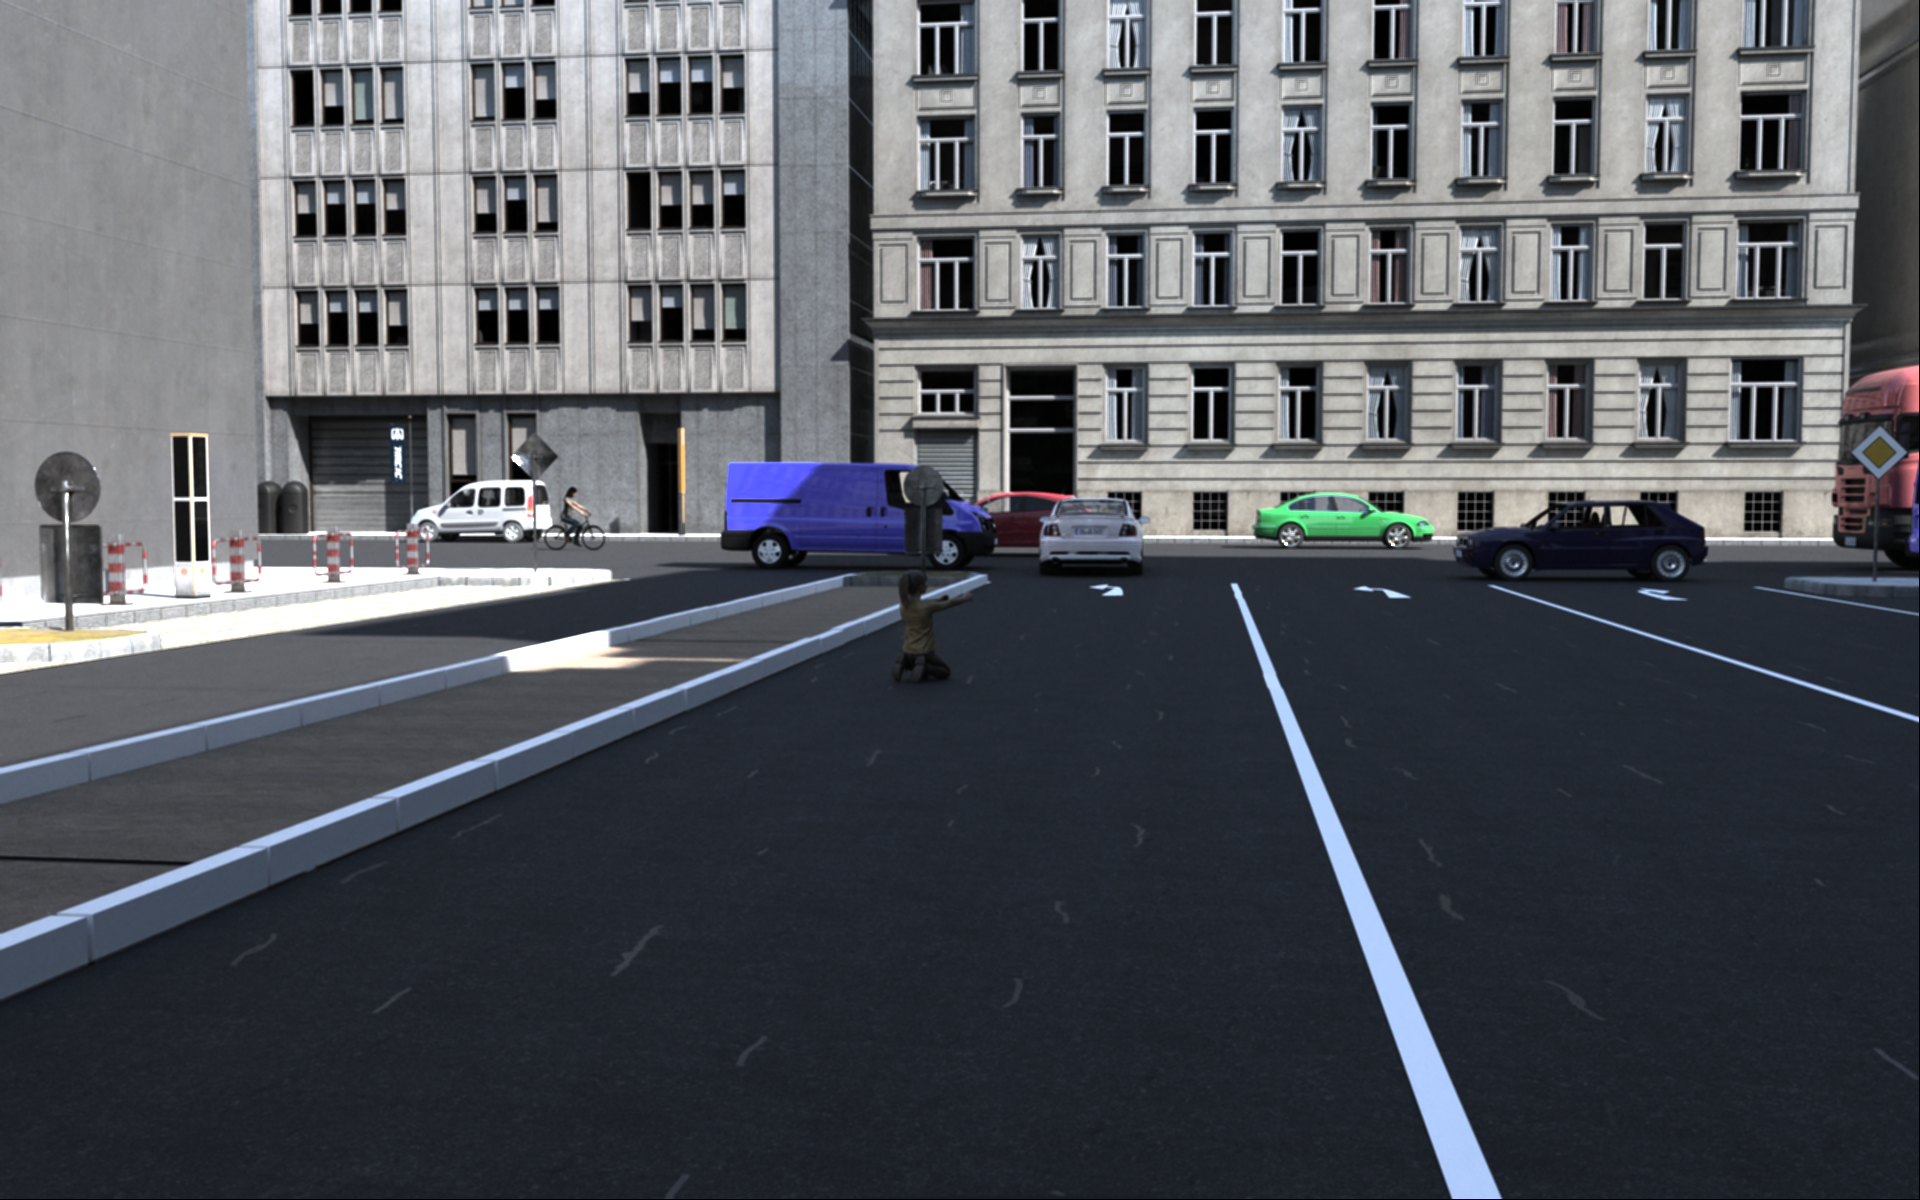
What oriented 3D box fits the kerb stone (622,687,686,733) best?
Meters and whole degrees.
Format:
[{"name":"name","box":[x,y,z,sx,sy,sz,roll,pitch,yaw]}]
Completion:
[{"name":"kerb stone","box":[-1.940,0.692,10.881,0.120,0.150,1.000,0,4,8]}]

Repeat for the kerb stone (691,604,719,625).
[{"name":"kerb stone","box":[-2.904,0.179,19.270,0.120,0.150,1.000,0,4,8]}]

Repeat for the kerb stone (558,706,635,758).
[{"name":"kerb stone","box":[-2.083,0.754,9.861,0.120,0.150,1.000,0,4,8]}]

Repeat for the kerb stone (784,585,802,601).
[{"name":"kerb stone","box":[-2.332,-0.071,23.355,0.120,0.150,1.000,0,4,8]}]

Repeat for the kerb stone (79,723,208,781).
[{"name":"kerb stone","box":[-4.305,0.801,9.101,0.120,0.150,1.000,0,4,8]}]

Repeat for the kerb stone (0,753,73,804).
[{"name":"kerb stone","box":[-4.441,0.864,8.084,0.120,0.150,1.000,0,4,8]}]

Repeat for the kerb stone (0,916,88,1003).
[{"name":"kerb stone","box":[-2.777,1.066,4.776,0.120,0.150,1.000,0,4,8]}]

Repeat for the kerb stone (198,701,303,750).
[{"name":"kerb stone","box":[-4.166,0.739,10.118,0.120,0.150,1.000,0,4,8]}]

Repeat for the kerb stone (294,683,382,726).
[{"name":"kerb stone","box":[-4.027,0.677,11.134,0.120,0.150,1.000,0,4,8]}]

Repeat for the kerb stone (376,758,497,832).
[{"name":"kerb stone","box":[-2.363,0.879,7.830,0.120,0.150,1.000,0,4,8]}]

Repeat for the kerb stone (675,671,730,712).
[{"name":"kerb stone","box":[-1.790,0.629,11.905,0.120,0.150,1.000,0,4,8]}]

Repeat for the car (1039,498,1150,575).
[{"name":"car","box":[2.478,-1.209,32.134,2.083,1.381,4.827,0,4,6]}]

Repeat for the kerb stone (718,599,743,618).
[{"name":"kerb stone","box":[-2.760,0.123,20.292,0.120,0.150,1.000,0,4,8]}]

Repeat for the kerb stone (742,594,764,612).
[{"name":"kerb stone","box":[-2.620,0.056,21.313,0.120,0.150,1.000,0,4,8]}]

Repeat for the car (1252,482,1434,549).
[{"name":"car","box":[10.127,-2.269,45.888,4.718,1.807,1.959,1,4,10]}]

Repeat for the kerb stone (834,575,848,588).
[{"name":"kerb stone","box":[-1.911,-0.256,26.405,0.120,0.150,1.000,0,4,8]}]

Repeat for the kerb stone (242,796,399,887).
[{"name":"kerb stone","box":[-2.502,0.941,6.808,0.120,0.150,1.000,0,4,8]}]

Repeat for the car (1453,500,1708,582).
[{"name":"car","box":[10.384,-1.015,29.179,3.894,1.354,1.945,0,4,6]}]

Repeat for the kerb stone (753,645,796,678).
[{"name":"kerb stone","box":[-1.518,0.505,13.937,0.120,0.150,1.000,0,4,8]}]

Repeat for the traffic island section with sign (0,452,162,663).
[{"name":"traffic island section with sign","box":[-8.354,-0.420,15.492,1.989,1.847,2.006,0,4,8]}]

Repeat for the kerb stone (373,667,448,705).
[{"name":"kerb stone","box":[-3.886,0.615,12.151,0.120,0.150,1.000,0,4,8]}]

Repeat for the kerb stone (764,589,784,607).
[{"name":"kerb stone","box":[-2.475,-0.008,22.334,0.120,0.150,1.000,0,4,8]}]

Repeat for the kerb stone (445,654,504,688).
[{"name":"kerb stone","box":[-3.742,0.555,13.166,0.120,0.150,1.000,0,4,8]}]

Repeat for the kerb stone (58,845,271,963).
[{"name":"kerb stone","box":[-2.637,1.003,5.791,0.120,0.150,1.000,0,4,8]}]

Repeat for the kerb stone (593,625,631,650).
[{"name":"kerb stone","box":[-3.328,0.368,16.223,0.120,0.150,1.000,0,4,8]}]

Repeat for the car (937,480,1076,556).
[{"name":"car","box":[0.975,-1.930,40.589,4.494,1.783,2.155,1,4,8]}]

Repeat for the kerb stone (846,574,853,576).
[{"name":"kerb stone","box":[-1.781,-0.320,27.424,0.120,0.150,1.000,0,4,8]}]

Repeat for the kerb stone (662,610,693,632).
[{"name":"kerb stone","box":[-3.047,0.241,18.253,0.120,0.150,1.000,0,4,8]}]

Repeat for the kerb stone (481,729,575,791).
[{"name":"kerb stone","box":[-2.217,0.817,8.845,0.120,0.150,1.000,0,4,8]}]

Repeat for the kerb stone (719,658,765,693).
[{"name":"kerb stone","box":[-1.656,0.572,12.922,0.120,0.150,1.000,0,4,8]}]

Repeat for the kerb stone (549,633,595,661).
[{"name":"kerb stone","box":[-3.460,0.428,15.204,0.120,0.150,1.000,0,4,8]}]

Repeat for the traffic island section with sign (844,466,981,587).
[{"name":"traffic island section with sign","box":[-0.683,-1.188,27.563,2.006,1.907,1.989,0,4,8]}]

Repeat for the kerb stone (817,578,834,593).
[{"name":"kerb stone","box":[-2.051,-0.195,25.386,0.120,0.150,1.000,0,4,8]}]

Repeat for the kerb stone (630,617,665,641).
[{"name":"kerb stone","box":[-3.177,0.307,17.237,0.120,0.150,1.000,0,4,8]}]

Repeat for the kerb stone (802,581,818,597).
[{"name":"kerb stone","box":[-2.199,-0.129,24.371,0.120,0.150,1.000,0,4,8]}]

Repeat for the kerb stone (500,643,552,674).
[{"name":"kerb stone","box":[-3.607,0.490,14.185,0.120,0.150,1.000,0,4,8]}]
